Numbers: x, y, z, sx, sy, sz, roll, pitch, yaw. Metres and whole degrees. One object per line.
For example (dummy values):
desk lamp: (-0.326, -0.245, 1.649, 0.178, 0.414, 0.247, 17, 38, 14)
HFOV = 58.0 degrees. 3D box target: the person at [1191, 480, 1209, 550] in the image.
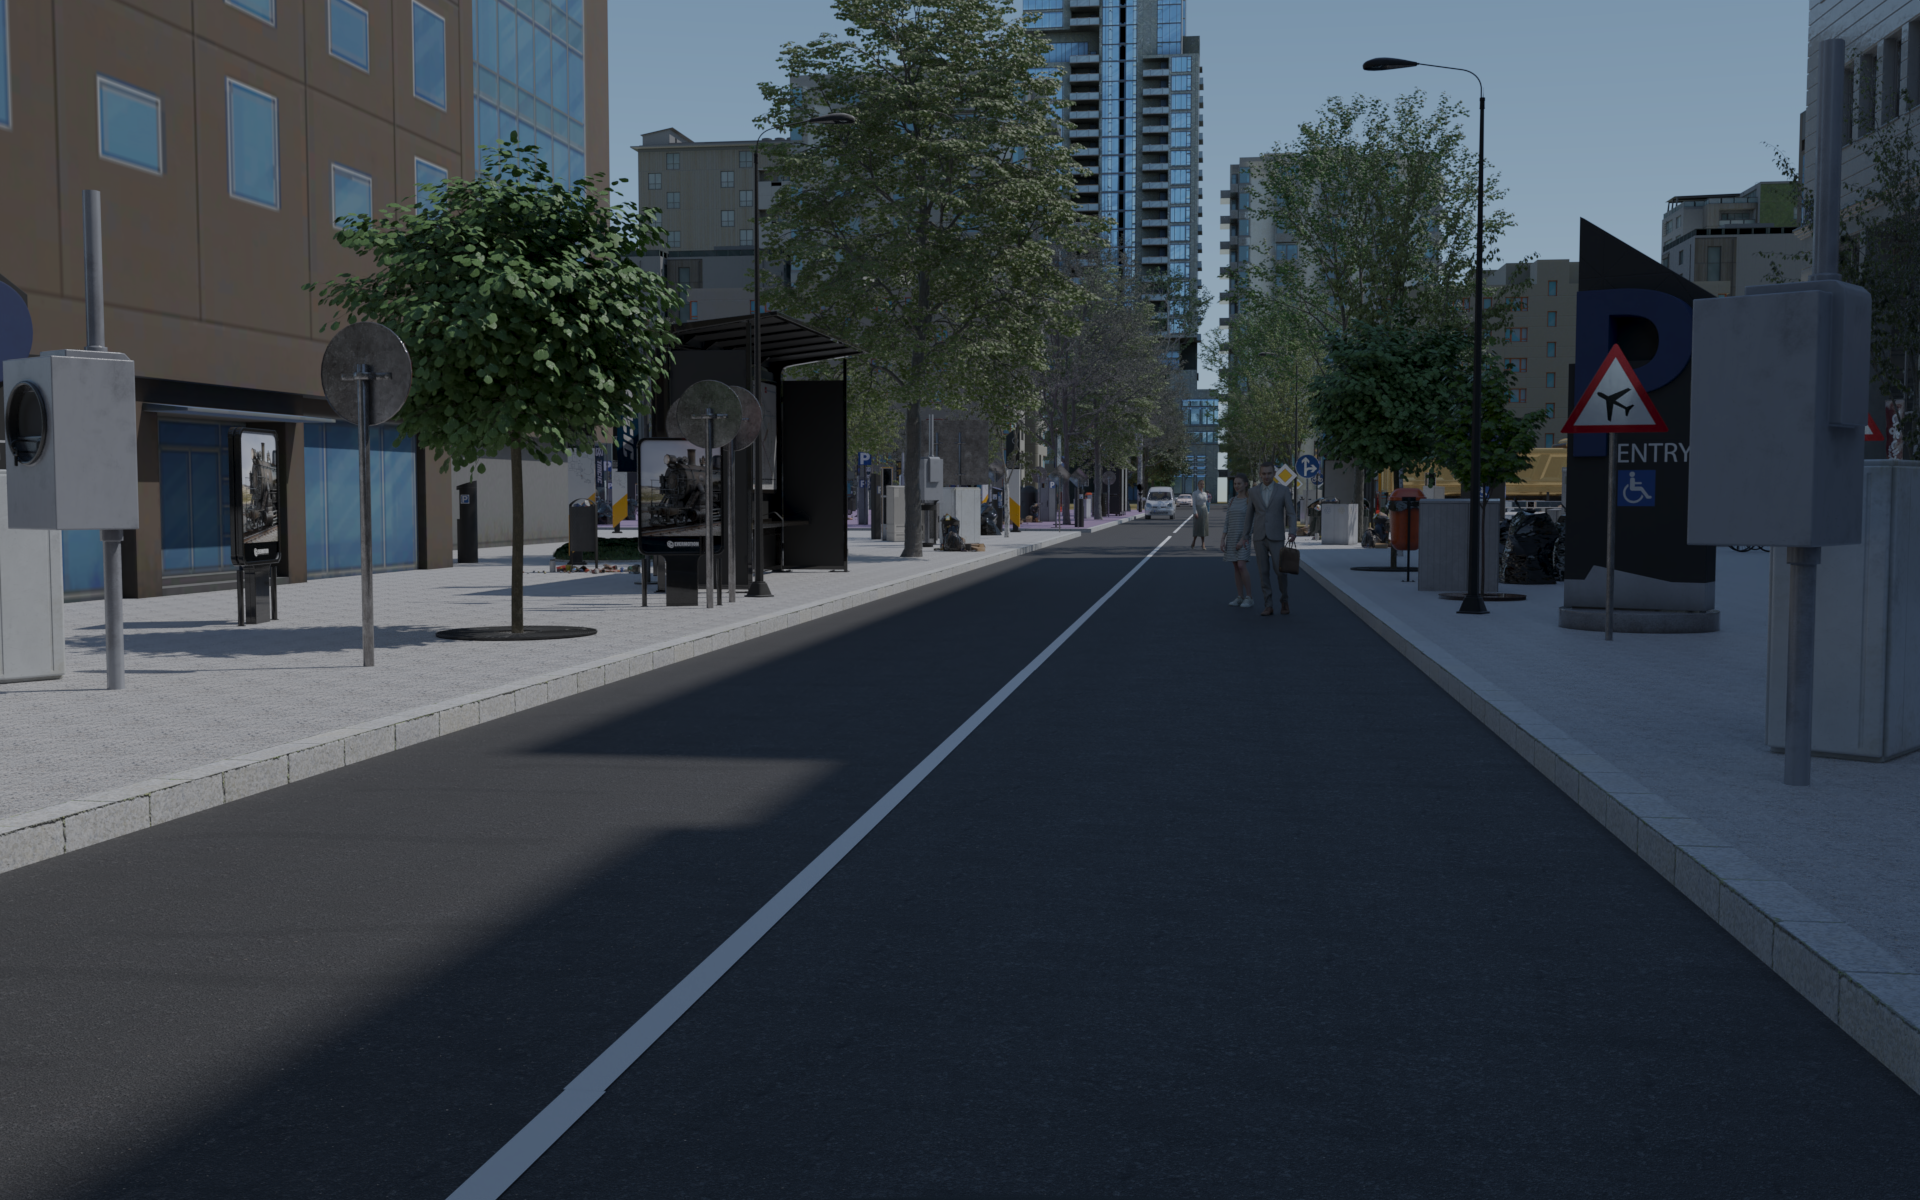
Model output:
person: (6.156, -2.198, 44.658, 0.478, 1.798, 0.641, -1, 4, -16)

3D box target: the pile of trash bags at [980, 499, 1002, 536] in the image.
pile of trash bags: (0.041, -2.749, 54.690, 1.912, 1.369, 3.447, -1, 4, -15)

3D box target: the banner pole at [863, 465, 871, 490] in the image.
banner pole: (-7.149, -8.693, 132.151, 0.863, 3.779, 0.401, -1, 4, -18)

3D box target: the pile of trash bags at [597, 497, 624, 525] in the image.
pile of trash bags: (-16.010, -3.795, 71.807, 1.912, 1.369, 3.447, 3, 4, 36)

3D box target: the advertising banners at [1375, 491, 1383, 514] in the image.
advertising banners: (23.339, -6.155, 96.825, 2.074, 3.025, 0.090, -3, 5, -44)

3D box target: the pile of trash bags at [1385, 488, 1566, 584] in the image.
pile of trash bags: (7.980, -0.953, 25.328, 3.447, 1.369, 1.912, 0, 4, 8)

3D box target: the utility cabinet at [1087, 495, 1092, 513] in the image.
utility cabinet: (9.262, -6.684, 120.450, 0.306, 1.237, 1.020, -2, 4, -31)

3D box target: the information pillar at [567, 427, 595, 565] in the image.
information pillar: (-6.848, -2.440, 31.251, 0.504, 3.616, 0.183, 0, 4, -6)

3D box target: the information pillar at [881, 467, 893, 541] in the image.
information pillar: (-2.012, -2.637, 47.600, 0.304, 2.012, 0.304, -1, 4, -9)

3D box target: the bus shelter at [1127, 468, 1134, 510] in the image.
bus shelter: (11.151, -7.829, 121.933, 2.014, 3.302, 5.546, 1, 4, 8)

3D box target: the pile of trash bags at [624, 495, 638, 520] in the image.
pile of trash bags: (-16.376, -4.569, 84.450, 3.447, 1.369, 1.912, 2, 4, 35)

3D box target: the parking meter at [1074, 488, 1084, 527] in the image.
parking meter: (4.608, -3.575, 66.870, 0.372, 1.533, 0.369, 0, 3, 0)

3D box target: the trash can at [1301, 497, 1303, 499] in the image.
trash can: (19.794, -5.337, 98.917, 0.748, 1.137, 0.748, 0, 3, 0)

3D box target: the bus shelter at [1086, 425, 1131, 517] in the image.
bus shelter: (8.661, -7.550, 101.067, 2.179, 5.291, 8.768, 1, 4, 8)

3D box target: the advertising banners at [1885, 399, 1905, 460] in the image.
advertising banners: (17.384, -2.147, 31.283, 0.090, 3.025, 2.074, -1, 4, -9)

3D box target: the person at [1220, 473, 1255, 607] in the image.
person: (3.596, -0.775, 22.174, 0.512, 1.701, 0.522, 3, 5, 44)

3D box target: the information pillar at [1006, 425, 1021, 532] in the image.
information pillar: (1.787, -4.076, 57.992, 0.504, 3.616, 0.183, 1, 4, 18)

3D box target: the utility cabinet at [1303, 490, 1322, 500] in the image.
utility cabinet: (17.636, -4.770, 86.675, 0.318, 1.500, 1.173, -2, 4, -25)

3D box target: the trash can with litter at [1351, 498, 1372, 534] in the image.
trash can with litter: (11.795, -2.426, 51.047, 0.624, 1.170, 1.055, 2, 4, 23)

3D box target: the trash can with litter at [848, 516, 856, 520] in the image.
trash can with litter: (-6.159, -4.591, 86.119, 2.233, 1.210, 1.678, 1, 4, 16)

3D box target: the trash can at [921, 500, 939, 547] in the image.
trash can: (-0.873, -1.851, 41.920, 0.748, 1.137, 0.748, 0, 3, 0)

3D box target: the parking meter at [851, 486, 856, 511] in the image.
parking meter: (-7.918, -7.512, 128.538, 0.255, 1.863, 0.399, -3, 4, -38)

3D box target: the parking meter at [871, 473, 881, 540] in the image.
parking meter: (-2.296, -2.641, 48.894, 0.399, 1.863, 0.255, -2, 4, -32)

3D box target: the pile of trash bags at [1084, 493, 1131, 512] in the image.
pile of trash bags: (10.687, -7.150, 126.653, 3.447, 1.369, 1.912, -1, 4, -22)

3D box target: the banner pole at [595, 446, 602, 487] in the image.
banner pole: (-16.175, -5.407, 78.429, 0.863, 3.779, 0.401, 1, 4, 18)

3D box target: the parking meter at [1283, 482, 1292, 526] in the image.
parking meter: (13.011, -3.870, 68.993, 0.399, 1.863, 0.255, -3, 5, -45)

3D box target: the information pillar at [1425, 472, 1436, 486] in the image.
information pillar: (15.496, -3.216, 57.079, 0.304, 2.012, 0.304, 0, 4, -2)

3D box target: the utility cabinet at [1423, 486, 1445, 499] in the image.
utility cabinet: (12.737, -2.317, 46.566, 0.318, 1.500, 1.173, 0, 4, 1)

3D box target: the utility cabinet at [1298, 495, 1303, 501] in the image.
utility cabinet: (26.589, -7.681, 136.751, 1.020, 1.237, 0.306, 0, 4, -8)

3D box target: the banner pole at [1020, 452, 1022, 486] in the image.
banner pole: (3.509, -6.926, 103.258, 0.401, 3.779, 0.863, -2, 4, -29)

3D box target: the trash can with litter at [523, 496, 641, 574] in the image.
trash can with litter: (-5.872, -1.049, 28.212, 2.233, 1.210, 1.678, 2, 4, 23)

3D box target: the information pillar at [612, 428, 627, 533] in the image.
information pillar: (-11.134, -3.988, 56.564, 0.504, 3.616, 0.183, -1, 4, -14)

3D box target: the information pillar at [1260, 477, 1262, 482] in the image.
information pillar: (21.399, -7.993, 122.046, 0.504, 3.616, 0.183, 0, 4, -3)

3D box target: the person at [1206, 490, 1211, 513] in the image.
person: (18.509, -7.335, 129.269, 0.563, 1.720, 0.643, 3, 5, 43)

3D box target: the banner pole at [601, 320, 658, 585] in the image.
banner pole: (-4.566, -2.103, 24.401, 0.401, 3.779, 0.863, 2, 4, 30)

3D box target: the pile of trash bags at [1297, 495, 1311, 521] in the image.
pile of trash bags: (15.845, -4.404, 81.752, 3.447, 1.369, 1.912, -3, 5, -39)

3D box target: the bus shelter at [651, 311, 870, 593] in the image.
bus shelter: (-2.766, -2.089, 25.436, 1.731, 3.624, 6.357, 1, 4, 8)

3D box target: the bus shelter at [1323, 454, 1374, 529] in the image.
bus shelter: (14.901, -4.440, 66.523, 2.014, 3.302, 5.546, 1, 4, 8)

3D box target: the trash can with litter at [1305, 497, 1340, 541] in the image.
trash can with litter: (10.719, -2.273, 48.221, 2.233, 1.210, 1.678, 1, 4, 9)

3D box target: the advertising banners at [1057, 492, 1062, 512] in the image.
advertising banners: (7.033, -7.655, 121.345, 0.090, 3.025, 2.074, 2, 4, 24)

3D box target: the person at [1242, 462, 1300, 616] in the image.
person: (3.674, -0.725, 20.468, 0.709, 1.813, 0.853, 1, 4, 19)

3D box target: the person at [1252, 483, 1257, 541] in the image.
person: (9.039, -2.692, 52.850, 0.599, 1.781, 0.374, -2, 4, -30)

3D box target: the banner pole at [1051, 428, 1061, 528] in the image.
banner pole: (3.697, -4.609, 65.380, 0.401, 3.779, 0.863, -1, 4, -13)

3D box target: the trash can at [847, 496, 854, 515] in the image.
trash can: (-6.853, -5.742, 105.530, 0.748, 1.137, 0.748, 0, 3, 0)

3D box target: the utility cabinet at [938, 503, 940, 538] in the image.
utility cabinet: (-0.766, -2.402, 50.429, 1.020, 1.237, 0.306, 1, 4, 17)

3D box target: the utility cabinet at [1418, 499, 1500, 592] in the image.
utility cabinet: (6.598, -0.718, 22.908, 1.020, 1.237, 0.306, 1, 4, 18)

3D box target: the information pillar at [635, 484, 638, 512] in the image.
information pillar: (-23.543, -7.463, 126.519, 0.304, 2.012, 0.304, -1, 4, -9)

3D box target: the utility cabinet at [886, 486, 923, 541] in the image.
utility cabinet: (-1.451, -2.318, 46.585, 0.318, 1.500, 1.173, 3, 5, 43)

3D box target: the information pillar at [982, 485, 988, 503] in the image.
information pillar: (1.377, -6.441, 96.671, 0.183, 3.616, 0.504, 3, 4, 39)

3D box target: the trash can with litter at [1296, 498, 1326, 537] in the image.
trash can with litter: (10.577, -2.508, 52.387, 0.624, 1.170, 1.055, -3, 5, -44)
